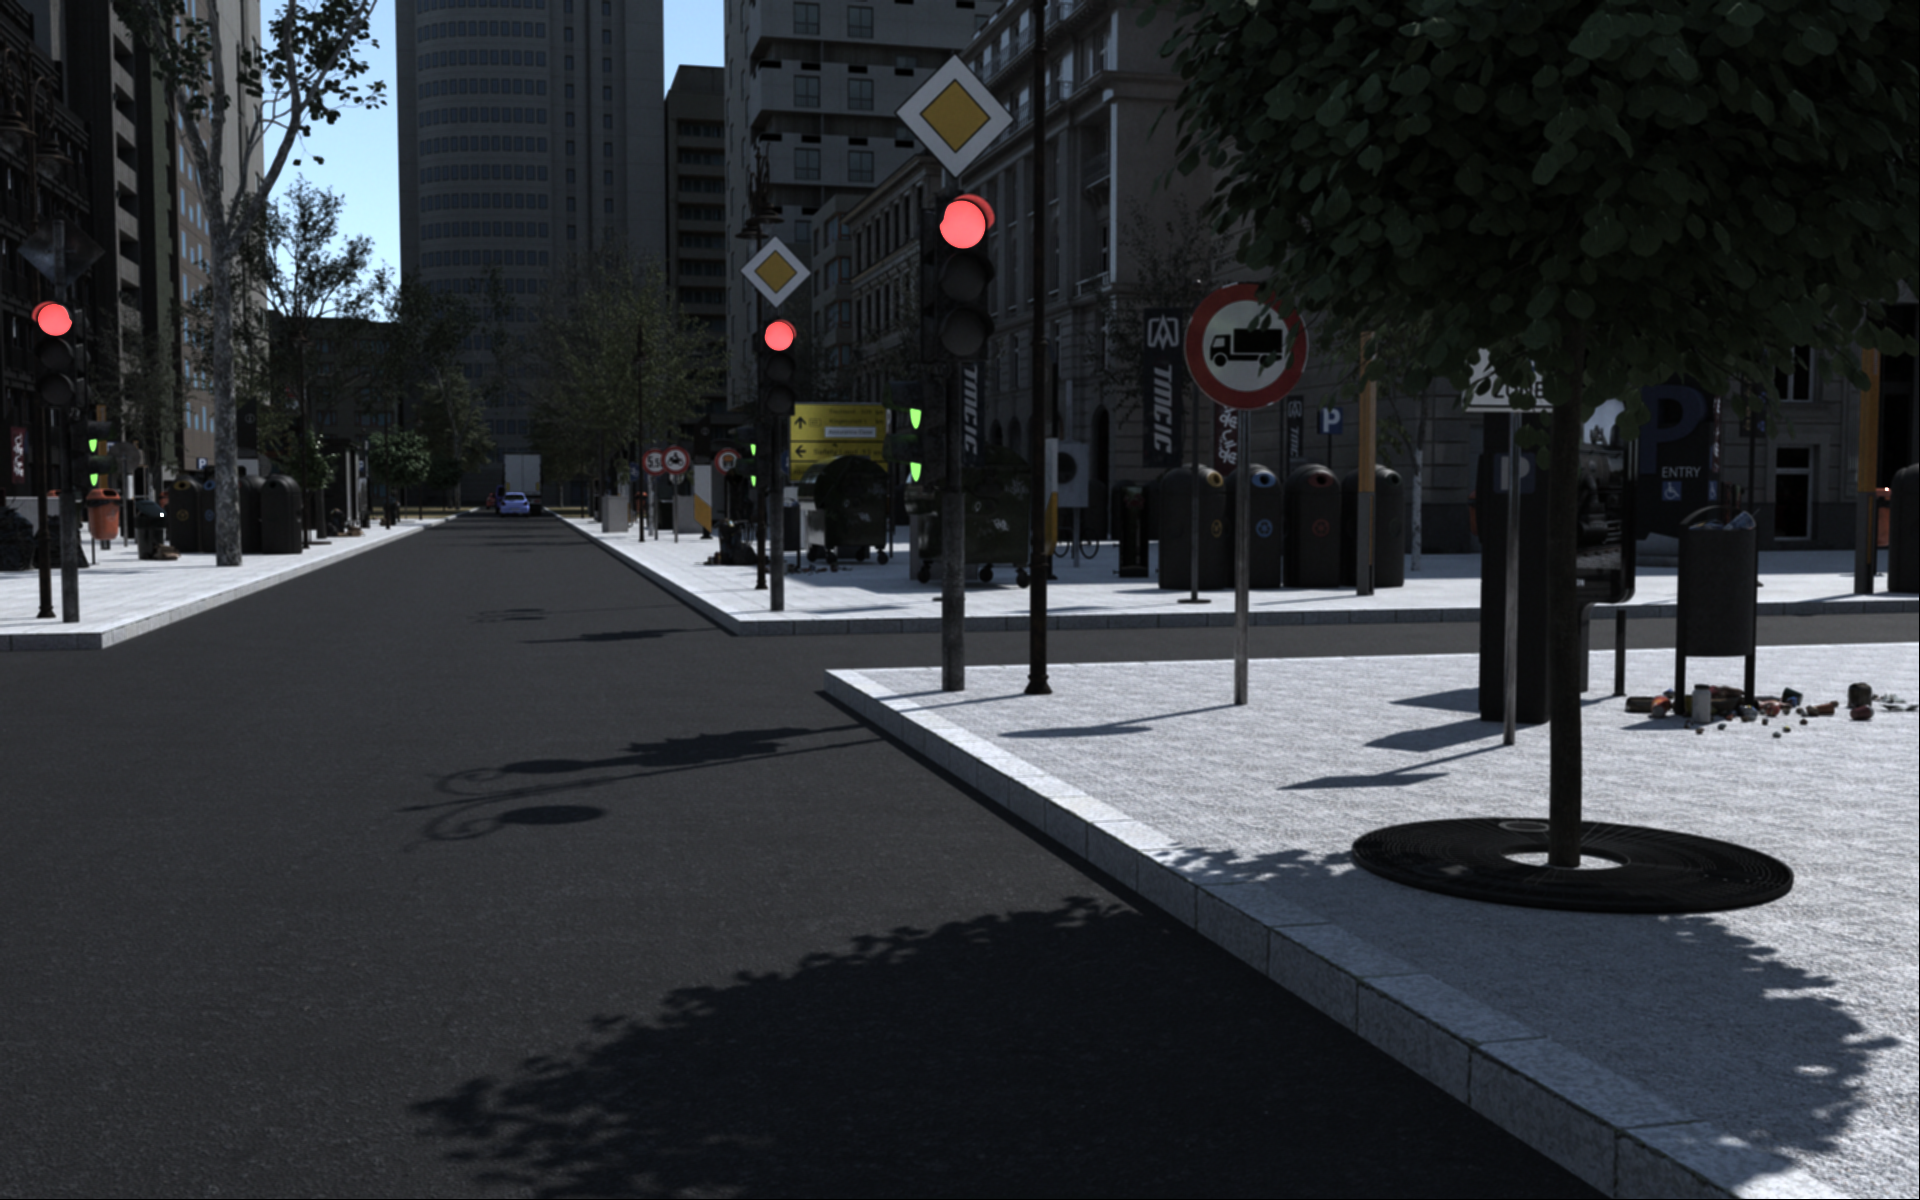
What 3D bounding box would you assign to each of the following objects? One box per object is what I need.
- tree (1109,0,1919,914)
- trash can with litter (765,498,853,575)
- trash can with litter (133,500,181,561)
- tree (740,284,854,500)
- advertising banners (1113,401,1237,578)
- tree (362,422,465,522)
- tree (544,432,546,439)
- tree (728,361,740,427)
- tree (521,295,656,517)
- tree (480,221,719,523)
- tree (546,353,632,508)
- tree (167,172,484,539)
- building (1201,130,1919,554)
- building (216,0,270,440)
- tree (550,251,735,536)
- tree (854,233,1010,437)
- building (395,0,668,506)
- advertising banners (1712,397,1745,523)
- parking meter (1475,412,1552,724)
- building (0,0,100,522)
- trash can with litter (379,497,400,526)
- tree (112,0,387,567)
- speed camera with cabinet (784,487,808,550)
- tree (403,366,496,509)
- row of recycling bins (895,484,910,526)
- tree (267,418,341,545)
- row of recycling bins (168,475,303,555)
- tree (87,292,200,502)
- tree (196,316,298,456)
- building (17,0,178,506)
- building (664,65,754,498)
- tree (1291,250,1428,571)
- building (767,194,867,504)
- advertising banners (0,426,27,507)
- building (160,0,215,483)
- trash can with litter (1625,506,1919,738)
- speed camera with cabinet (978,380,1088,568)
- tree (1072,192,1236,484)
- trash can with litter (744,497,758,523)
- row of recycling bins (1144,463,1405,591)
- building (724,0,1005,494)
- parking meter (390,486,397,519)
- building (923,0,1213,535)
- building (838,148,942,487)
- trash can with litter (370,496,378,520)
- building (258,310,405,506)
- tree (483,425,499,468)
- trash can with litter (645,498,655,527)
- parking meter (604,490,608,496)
[{"bbox_3d":[2.163,-1.357,5.904,4.285,4.588,4.351,0,3,0],"label":"tree"},{"bbox_3d":[-2.487,-1.071,28.565,1.678,1.210,2.233,3,5,40],"label":"trash can with litter"},{"bbox_3d":[-15.593,-1.368,33.756,1.055,1.170,0.624,2,4,32],"label":"trash can with litter"},{"bbox_3d":[-5.244,-6.787,61.334,4.360,8.622,3.978,0,3,0],"label":"tree"},{"bbox_3d":[3.396,-1.861,26.622,2.074,3.025,0.090,0,4,-5],"label":"advertising banners"},{"bbox_3d":[-25.548,-5.815,78.790,4.285,4.588,4.351,0,3,0],"label":"tree"},{"bbox_3d":[-36.148,-12.687,157.787,4.360,8.622,3.978,0,3,0],"label":"tree"},{"bbox_3d":[-8.980,-8.120,83.127,4.360,8.622,3.978,0,3,0],"label":"tree"},{"bbox_3d":[-20.427,-10.967,97.433,7.486,12.596,7.792,0,3,0],"label":"tree"},{"bbox_3d":[-15.963,-10.212,77.333,12.009,13.543,11.850,0,3,0],"label":"tree"},{"bbox_3d":[-18.646,-8.430,88.187,4.360,8.622,3.978,0,3,0],"label":"tree"},{"bbox_3d":[-18.387,-7.053,49.723,8.767,10.594,7.601,-1,4,-15],"label":"tree"},{"bbox_3d":[19.967,-15.115,44.390,25.104,27.353,12.463,-1,4,-14],"label":"building"},{"bbox_3d":[-67.338,-32.989,128.606,27.495,52.752,28.713,-1,4,-14],"label":"building"},{"bbox_3d":[-9.274,-6.253,52.607,4.737,8.622,4.395,0,3,0],"label":"tree"},{"bbox_3d":[-0.757,-6.001,48.478,4.360,8.622,3.978,0,3,0],"label":"tree"},{"bbox_3d":[-48.182,-39.955,195.265,28.212,58.520,21.231,-1,4,-14],"label":"building"},{"bbox_3d":[9.910,-1.602,22.384,0.090,3.025,2.074,2,4,34],"label":"advertising banners"},{"bbox_3d":[3.129,-0.248,9.771,0.399,1.863,0.255,2,4,29],"label":"parking meter"},{"bbox_3d":[-44.461,-14.815,71.910,12.332,23.373,15.834,-1,4,-14],"label":"building"},{"bbox_3d":[-23.087,-3.588,70.050,0.624,1.170,1.055,0,4,-1],"label":"trash can with litter"},{"bbox_3d":[-11.537,-10.664,30.241,12.611,20.169,13.585,0,3,0],"label":"tree"},{"bbox_3d":[-3.463,-2.839,40.747,0.660,3.252,2.038,1,4,20],"label":"speed camera with cabinet"},{"bbox_3d":[-44.730,-14.303,151.981,7.486,12.596,7.792,0,3,0],"label":"tree"},{"bbox_3d":[-3.608,-3.926,71.307,3.534,1.692,1.069,1,4,21],"label":"row of recycling bins"},{"bbox_3d":[-16.503,-3.026,44.070,1.663,3.219,1.824,0,3,0],"label":"tree"},{"bbox_3d":[-15.763,-1.869,37.675,3.534,1.692,1.069,2,4,24],"label":"row of recycling bins"},{"bbox_3d":[-29.551,-6.886,62.955,4.360,8.622,3.978,0,3,0],"label":"tree"},{"bbox_3d":[-29.713,-7.487,72.770,4.737,8.622,4.395,0,3,0],"label":"tree"},{"bbox_3d":[-50.752,-19.588,91.963,14.160,30.474,14.107,-1,4,-14],"label":"building"},{"bbox_3d":[-23.961,-35.342,201.549,21.600,48.544,21.300,-1,4,-14],"label":"building"},{"bbox_3d":[7.407,-4.797,28.796,4.737,8.622,4.395,0,3,0],"label":"tree"},{"bbox_3d":[2.687,-16.662,117.469,27.650,21.520,28.899,-1,4,-14],"label":"building"},{"bbox_3d":[-24.507,-2.925,44.006,0.090,3.025,2.074,1,4,18],"label":"advertising banners"},{"bbox_3d":[-53.855,-27.846,105.399,14.600,45.320,14.200,-1,4,-14],"label":"building"},{"bbox_3d":[4.819,0.057,10.122,2.233,1.210,1.678,-1,4,-18],"label":"trash can with litter"},{"bbox_3d":[1.189,-2.199,30.296,2.038,3.252,0.660,1,4,20],"label":"speed camera with cabinet"},{"bbox_3d":[4.950,-5.579,41.581,4.360,8.622,3.978,0,3,0],"label":"tree"},{"bbox_3d":[-9.200,-3.992,76.655,1.055,1.170,0.624,2,4,29],"label":"trash can with litter"},{"bbox_3d":[4.408,-1.020,23.784,3.534,1.692,1.069,-1,4,-16],"label":"row of recycling bins"},{"bbox_3d":[-4.544,-33.913,143.720,28.713,52.752,27.495,-1,4,-14],"label":"building"},{"bbox_3d":[-29.185,-5.115,89.348,0.255,1.863,0.399,0,4,7],"label":"parking meter"},{"bbox_3d":[7.716,-13.734,66.348,13.314,21.916,24.055,-1,4,-14],"label":"building"},{"bbox_3d":[0.783,-13.628,87.438,10.561,19.102,19.286,-1,4,-14],"label":"building"},{"bbox_3d":[-29.732,-4.571,85.798,2.233,1.210,1.678,0,4,-5],"label":"trash can with litter"},{"bbox_3d":[-77.118,-21.254,192.540,28.899,21.520,27.650,-1,4,-14],"label":"building"},{"bbox_3d":[-47.743,-14.110,165.117,8.767,10.594,7.601,0,4,5],"label":"tree"},{"bbox_3d":[-11.803,-3.397,66.928,0.624,1.170,1.055,-1,4,-20],"label":"trash can with litter"},{"bbox_3d":[-18.361,-5.004,90.224,0.372,1.533,0.369,0,3,0],"label":"parking meter"}]
